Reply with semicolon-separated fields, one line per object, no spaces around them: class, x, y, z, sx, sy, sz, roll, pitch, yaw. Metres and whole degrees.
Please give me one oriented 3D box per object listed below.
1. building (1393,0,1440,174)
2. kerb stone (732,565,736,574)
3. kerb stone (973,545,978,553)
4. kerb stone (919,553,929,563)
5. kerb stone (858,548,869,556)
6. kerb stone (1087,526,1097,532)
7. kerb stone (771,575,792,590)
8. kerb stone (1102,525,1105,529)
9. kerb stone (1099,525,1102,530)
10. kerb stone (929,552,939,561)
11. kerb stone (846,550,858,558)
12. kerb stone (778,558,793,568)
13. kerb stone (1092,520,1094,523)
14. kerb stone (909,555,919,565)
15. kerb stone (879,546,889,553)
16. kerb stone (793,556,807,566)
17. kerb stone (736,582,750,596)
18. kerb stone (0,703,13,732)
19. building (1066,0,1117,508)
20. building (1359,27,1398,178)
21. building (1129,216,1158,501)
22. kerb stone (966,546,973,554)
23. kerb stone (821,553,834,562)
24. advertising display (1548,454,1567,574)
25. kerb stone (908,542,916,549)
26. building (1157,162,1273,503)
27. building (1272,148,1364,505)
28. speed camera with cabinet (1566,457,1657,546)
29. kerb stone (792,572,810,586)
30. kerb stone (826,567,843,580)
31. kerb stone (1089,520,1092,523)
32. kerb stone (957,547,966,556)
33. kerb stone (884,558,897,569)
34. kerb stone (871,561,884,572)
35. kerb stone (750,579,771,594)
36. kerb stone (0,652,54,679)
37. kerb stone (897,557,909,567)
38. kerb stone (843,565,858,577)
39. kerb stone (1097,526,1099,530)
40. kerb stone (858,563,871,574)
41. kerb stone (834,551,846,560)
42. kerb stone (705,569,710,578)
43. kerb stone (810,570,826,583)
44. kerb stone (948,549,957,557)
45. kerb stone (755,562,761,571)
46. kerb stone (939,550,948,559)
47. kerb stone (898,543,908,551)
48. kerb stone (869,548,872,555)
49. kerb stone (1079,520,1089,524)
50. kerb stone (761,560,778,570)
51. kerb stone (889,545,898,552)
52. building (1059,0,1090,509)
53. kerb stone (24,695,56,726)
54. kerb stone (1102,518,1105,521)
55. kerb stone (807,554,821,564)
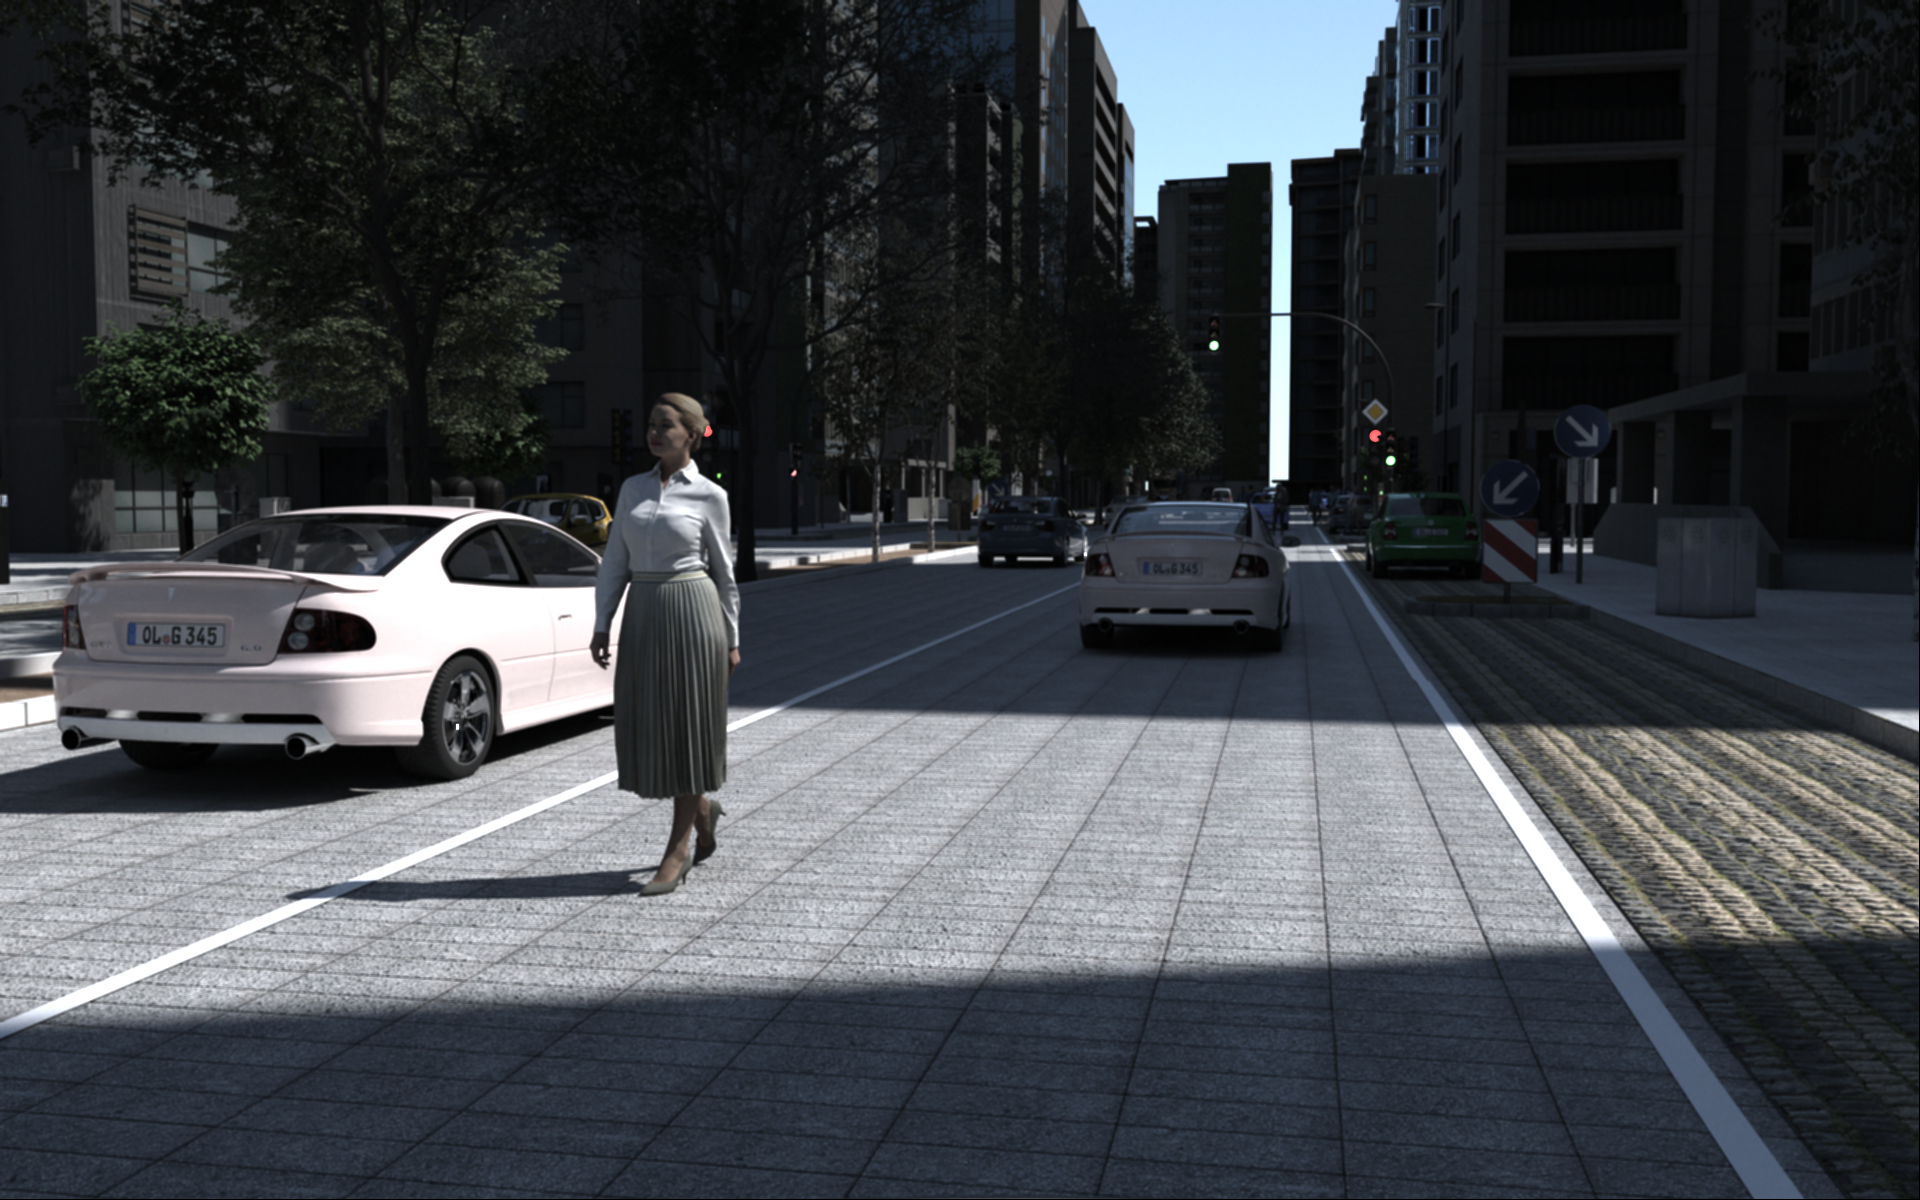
building;46.488;-51.115;148.407;22.319;86.520;31.000;1;4;11
kerb stone;-4.086;-0.518;30.697;0.120;0.150;1.000;1;4;11
kerb stone;0.304;-1.232;42.358;0.120;0.150;1.000;1;4;11
kerb stone;-0.858;-0.865;36.335;0.120;0.150;1.000;1;4;11
kerb stone;-2.334;-1.074;39.753;0.120;0.150;1.000;1;4;11
kerb stone;5.075;-2.745;67.073;0.120;0.150;1.000;1;4;11
kerb stone;-2.795;-0.248;26.276;0.120;0.150;1.000;1;4;11
kerb stone;5.653;-2.929;70.091;0.120;0.150;1.000;1;4;11
kerb stone;5.458;-2.865;69.081;0.120;0.150;1.000;1;4;11
kerb stone;-0.658;-0.926;37.339;0.120;0.150;1.000;1;4;11
kerb stone;-2.530;-1.009;38.750;0.120;0.150;1.000;1;4;11
kerb stone;-3.504;-0.704;33.719;0.120;0.150;1.000;1;4;11
kerb stone;6.307;-3.815;84.590;0.120;0.150;1.000;1;4;11
kerb stone;-1.052;-0.797;35.326;0.120;0.150;1.000;1;4;11
kerb stone;-1.947;-1.197;41.760;0.120;0.150;1.000;1;4;11
kerb stone;-3.308;-0.761;34.731;0.120;0.150;1.000;1;4;11
kerb stone;-3.188;-0.127;24.268;0.120;0.150;1.000;1;4;11
kerb stone;-5.899;0.736;10.163;0.120;0.150;1.000;1;4;11
building;4.167;-33.771;175.862;21.300;48.544;21.600;1;4;11
building;53.042;-34.276;180.018;23.786;49.044;30.456;1;4;11
building;14.868;-32.874;229.373;23.993;40.220;32.217;1;4;11
kerb stone;0.108;-1.172;41.355;0.120;0.150;1.000;1;4;11
kerb stone;-2.921;-0.890;36.739;0.120;0.150;1.000;1;4;11
advertising display;9.721;-1.405;28.182;0.123;1.923;0.974;2;4;28
kerb stone;-1.364;-1.381;44.777;0.120;0.150;1.000;1;4;11
building;31.902;-32.632;217.132;14.086;41.232;14.154;1;4;11
building;54.009;-34.379;216.722;28.867;44.769;22.147;1;4;11
speed camera with cabinet;15.838;-2.923;42.121;2.038;3.252;0.660;2;4;29
kerb stone;-2.599;-0.311;27.281;0.120;0.150;1.000;1;4;11
kerb stone;-2.217;-0.430;29.296;0.120;0.150;1.000;1;4;11
kerb stone;6.121;-3.755;83.583;0.120;0.150;1.000;1;4;11
kerb stone;-0.082;-1.110;40.351;0.120;0.150;1.000;1;4;11
kerb stone;-1.434;-0.669;33.318;0.120;0.150;1.000;1;4;11
kerb stone;-1.637;-0.619;32.316;0.120;0.150;1.000;1;4;11
kerb stone;-2.994;-0.188;25.273;0.120;0.150;1.000;1;4;11
kerb stone;-7.383;0.527;13.571;0.120;0.150;1.000;1;4;11
kerb stone;-1.236;-0.742;34.320;0.120;0.150;1.000;1;4;11
kerb stone;-2.012;-0.496;30.304;0.120;0.150;1.000;1;4;11
kerb stone;5.261;-2.802;68.078;0.120;0.150;1.000;1;4;11
kerb stone;-1.829;-0.558;31.312;0.120;0.150;1.000;1;4;11
kerb stone;-2.727;-0.951;37.747;0.120;0.150;1.000;1;4;11
kerb stone;-4.282;-0.458;29.686;0.120;0.150;1.000;1;4;11
kerb stone;-2.421;-0.373;28.288;0.120;0.150;1.000;1;4;11
kerb stone;-0.280;-1.046;39.348;0.120;0.150;1.000;1;4;11
kerb stone;-3.893;-0.578;31.706;0.120;0.150;1.000;1;4;11
kerb stone;-0.470;-0.988;38.344;0.120;0.150;1.000;1;4;11
kerb stone;-1.555;-1.317;43.773;0.120;0.150;1.000;1;4;11
kerb stone;-2.137;-1.133;40.756;0.120;0.150;1.000;1;4;11
kerb stone;5.925;-3.693;82.569;0.120;0.150;1.000;1;4;11
kerb stone;-3.695;-0.643;32.715;0.120;0.150;1.000;1;4;11
kerb stone;-1.757;-1.258;42.764;0.120;0.150;1.000;1;4;11
building;0.981;-43.766;153.825;20.563;71.187;20.611;1;4;11
kerb stone;-5.711;0.674;11.173;0.120;0.150;1.000;1;4;11
kerb stone;7.862;-4.309;92.643;0.120;0.150;1.000;1;4;11
kerb stone;-3.114;-0.828;35.735;0.120;0.150;1.000;1;4;11
